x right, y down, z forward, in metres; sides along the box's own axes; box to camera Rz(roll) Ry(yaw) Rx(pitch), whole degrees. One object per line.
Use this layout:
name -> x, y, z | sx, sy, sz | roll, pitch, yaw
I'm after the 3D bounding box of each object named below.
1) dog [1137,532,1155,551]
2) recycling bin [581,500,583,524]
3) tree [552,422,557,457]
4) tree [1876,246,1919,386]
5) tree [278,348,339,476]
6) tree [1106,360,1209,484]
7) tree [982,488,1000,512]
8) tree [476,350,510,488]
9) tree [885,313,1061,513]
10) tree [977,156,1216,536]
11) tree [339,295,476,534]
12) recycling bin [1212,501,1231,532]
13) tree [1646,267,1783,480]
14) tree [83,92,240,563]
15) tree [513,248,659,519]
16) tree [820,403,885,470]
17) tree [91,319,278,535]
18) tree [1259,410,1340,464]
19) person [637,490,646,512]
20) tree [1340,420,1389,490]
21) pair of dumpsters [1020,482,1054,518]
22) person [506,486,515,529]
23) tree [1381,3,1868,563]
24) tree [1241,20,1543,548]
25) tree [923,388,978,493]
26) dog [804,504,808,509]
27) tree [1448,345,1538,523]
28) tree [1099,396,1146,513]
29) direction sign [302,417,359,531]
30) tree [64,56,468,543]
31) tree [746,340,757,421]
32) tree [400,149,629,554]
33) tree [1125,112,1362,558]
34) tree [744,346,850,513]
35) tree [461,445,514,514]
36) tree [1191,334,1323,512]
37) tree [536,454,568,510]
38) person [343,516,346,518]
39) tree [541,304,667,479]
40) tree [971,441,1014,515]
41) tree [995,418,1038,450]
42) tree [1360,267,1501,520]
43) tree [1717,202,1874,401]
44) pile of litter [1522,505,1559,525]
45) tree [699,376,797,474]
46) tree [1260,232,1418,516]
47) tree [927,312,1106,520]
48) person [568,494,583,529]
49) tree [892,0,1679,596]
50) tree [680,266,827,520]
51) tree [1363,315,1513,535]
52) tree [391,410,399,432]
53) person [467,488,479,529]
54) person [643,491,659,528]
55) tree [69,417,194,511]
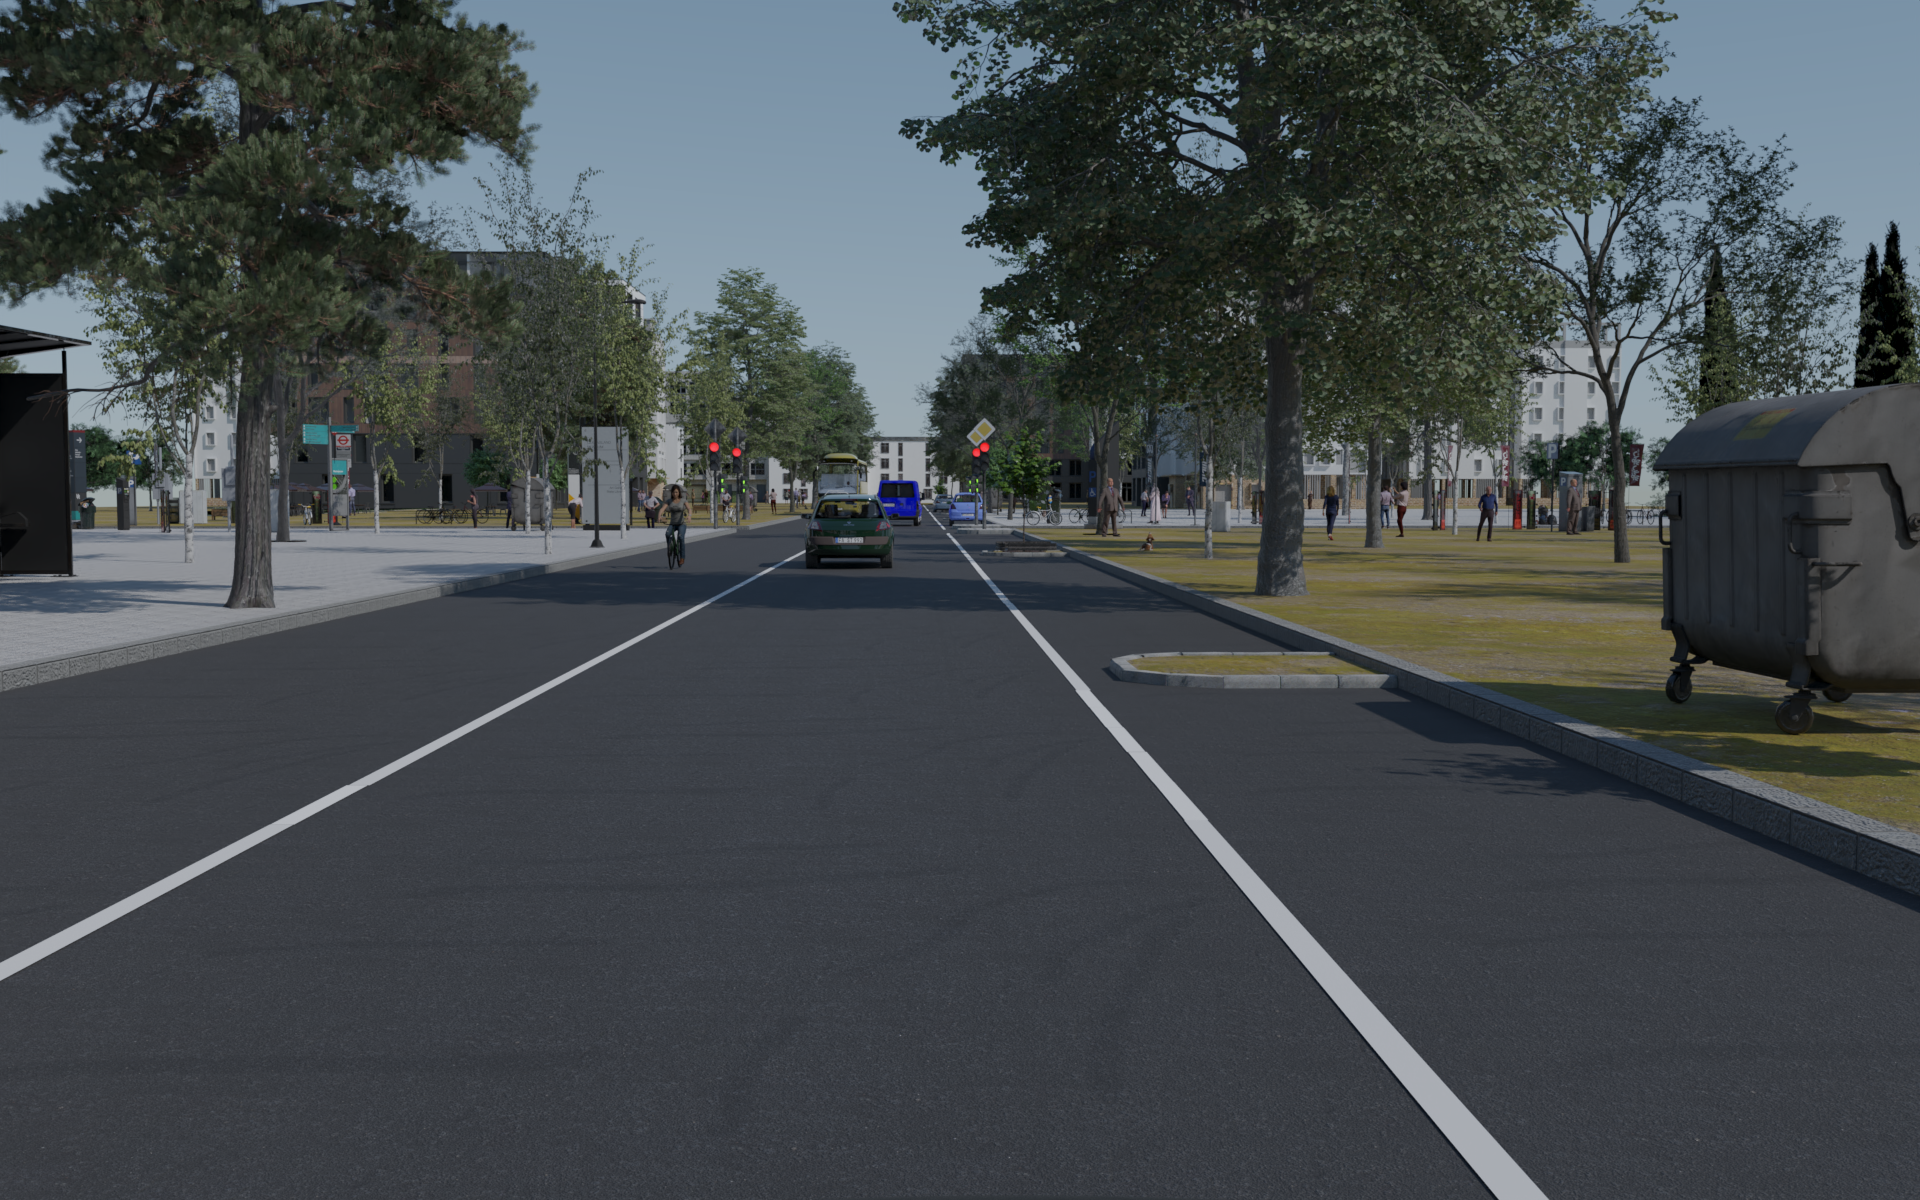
dog -> 4.203, -1.325, 39.407 | 0.748, 0.427, 0.550 | -2, 4, -30
recycling bin -> -15.751, -3.748, 73.833 | 0.722, 1.027, 0.722 | 0, 4, -7
tree -> -31.093, -13.002, 122.950 | 12.009, 13.543, 11.850 | 0, 3, 0
tree -> 28.927, -6.141, 50.763 | 4.737, 8.622, 4.395 | 0, 3, 0
tree -> -31.287, -7.963, 80.559 | 4.360, 8.622, 3.978 | 0, 3, 0
tree -> 12.412, -10.691, 109.203 | 8.767, 10.594, 7.601 | 0, 4, 6
tree -> 2.261, -8.042, 126.085 | 1.663, 3.219, 1.824 | 0, 3, 0
tree -> -21.061, -8.092, 82.674 | 4.737, 8.622, 4.395 | 0, 3, 0
tree -> 1.885, -12.577, 116.001 | 12.009, 13.543, 11.850 | 0, 3, 0
tree -> 4.417, -7.824, 53.680 | 9.928, 11.665, 9.643 | 0, 3, 0
tree -> -18.683, -6.460, 55.992 | 4.737, 8.622, 4.395 | 0, 3, 0
recycling bin -> 8.763, -2.827, 58.767 | 0.722, 1.027, 0.722 | 1, 4, 19
tree -> 24.587, -6.462, 56.018 | 4.737, 8.622, 4.395 | 0, 3, 0
tree -> -14.455, -5.011, 32.291 | 4.737, 8.622, 4.395 | 0, 3, 0
tree -> -19.312, -11.125, 89.317 | 7.806, 13.903, 7.818 | 0, 3, 0
tree -> -13.882, -17.940, 203.689 | 12.009, 13.543, 11.850 | 0, 3, 0
tree -> -24.336, -6.340, 54.015 | 4.360, 8.622, 3.978 | 0, 3, 0
tree -> 21.860, -10.121, 115.838 | 4.737, 8.622, 4.395 | 0, 3, 0
person -> -23.352, -7.324, 127.752 | 0.435, 1.587, 0.963 | 3, 5, 40
tree -> 29.032, -10.600, 123.667 | 4.737, 8.622, 4.395 | 0, 3, 0
pair of dumpsters -> 4.119, -5.534, 92.969 | 1.574, 2.255, 4.436 | 0, 4, -2
person -> -16.913, -3.462, 65.559 | 0.683, 1.767, 0.568 | 1, 4, 19
tree -> 12.409, -5.993, 32.390 | 8.767, 10.594, 7.601 | 0, 4, 2
tree -> 10.011, -7.496, 40.690 | 7.486, 12.596, 7.792 | 0, 3, 0
tree -> 0.011, -15.979, 179.388 | 7.486, 12.596, 7.792 | 0, 3, 0
dog -> -12.859, -7.808, 145.402 | 0.748, 0.427, 0.550 | -3, 5, -41
tree -> 23.193, -7.638, 75.236 | 4.737, 8.622, 4.395 | 0, 3, 0
tree -> 10.953, -10.257, 118.065 | 4.737, 8.622, 4.395 | 0, 3, 0
direction sign -> -21.341, -4.350, 59.890 | 1.411, 3.948, 2.525 | 1, 4, 22
tree -> -17.948, -8.291, 45.925 | 12.009, 13.543, 11.850 | 0, 3, 0
tree -> -10.984, -7.710, 76.416 | 4.737, 8.622, 4.395 | 0, 3, 0
tree -> -8.822, -5.267, 36.470 | 4.360, 8.622, 3.978 | 0, 3, 0
tree -> 5.192, -5.135, 34.323 | 4.360, 8.622, 3.978 | 0, 3, 0
tree -> -11.496, -11.842, 119.374 | 9.928, 11.665, 9.643 | 0, 3, 0
tree -> -30.703, -7.877, 112.495 | 4.285, 4.588, 4.351 | 0, 3, 0
tree -> 21.546, -13.091, 124.415 | 12.009, 13.543, 11.850 | 0, 3, 0
tree -> -31.788, -9.331, 136.276 | 4.285, 4.588, 4.351 | 0, 3, 0
person -> -32.477, -5.185, 91.480 | 0.551, 1.740, 0.621 | 1, 4, 23
tree -> -22.896, -12.332, 108.286 | 9.857, 13.997, 8.962 | 0, 3, 0
tree -> 2.234, -7.388, 104.505 | 4.285, 4.588, 4.351 | 0, 3, 0
tree -> 4.368, -11.517, 138.670 | 4.737, 8.622, 4.395 | 0, 3, 0
tree -> 22.855, -10.876, 85.250 | 7.806, 13.903, 7.818 | 0, 3, 0
tree -> 21.486, -5.781, 44.889 | 4.360, 8.622, 3.978 | 0, 3, 0
pile of litter -> 24.083, -3.546, 71.948 | 1.719, 0.858, 1.176 | 1, 4, 11
tree -> -16.670, -12.281, 135.205 | 8.767, 10.594, 7.601 | 0, 4, 7
tree -> 23.748, -15.163, 103.806 | 12.611, 20.169, 13.585 | 0, 3, 0
tree -> 2.404, -9.226, 85.250 | 8.767, 10.594, 7.601 | 1, 4, 8
person -> -14.545, -3.307, 65.757 | 0.628, 1.438, 0.799 | 0, 4, -2
tree -> 3.991, -7.037, 21.712 | 9.857, 13.997, 8.962 | 0, 3, 0
tree -> -10.381, -10.323, 86.909 | 7.486, 12.596, 7.792 | 0, 3, 0
tree -> 15.474, -6.381, 54.689 | 4.360, 8.622, 3.978 | 0, 3, 0
tree -> -26.652, -8.412, 87.893 | 4.360, 8.622, 3.978 | 0, 3, 0
person -> -18.442, -3.400, 65.554 | 0.593, 1.643, 0.415 | 3, 5, 44
person -> -11.870, -3.419, 66.607 | 0.614, 1.554, 0.590 | 0, 4, -4
tree -> -63.529, -10.125, 128.446 | 11.467, 7.101, 20.602 | -3, 4, -38
